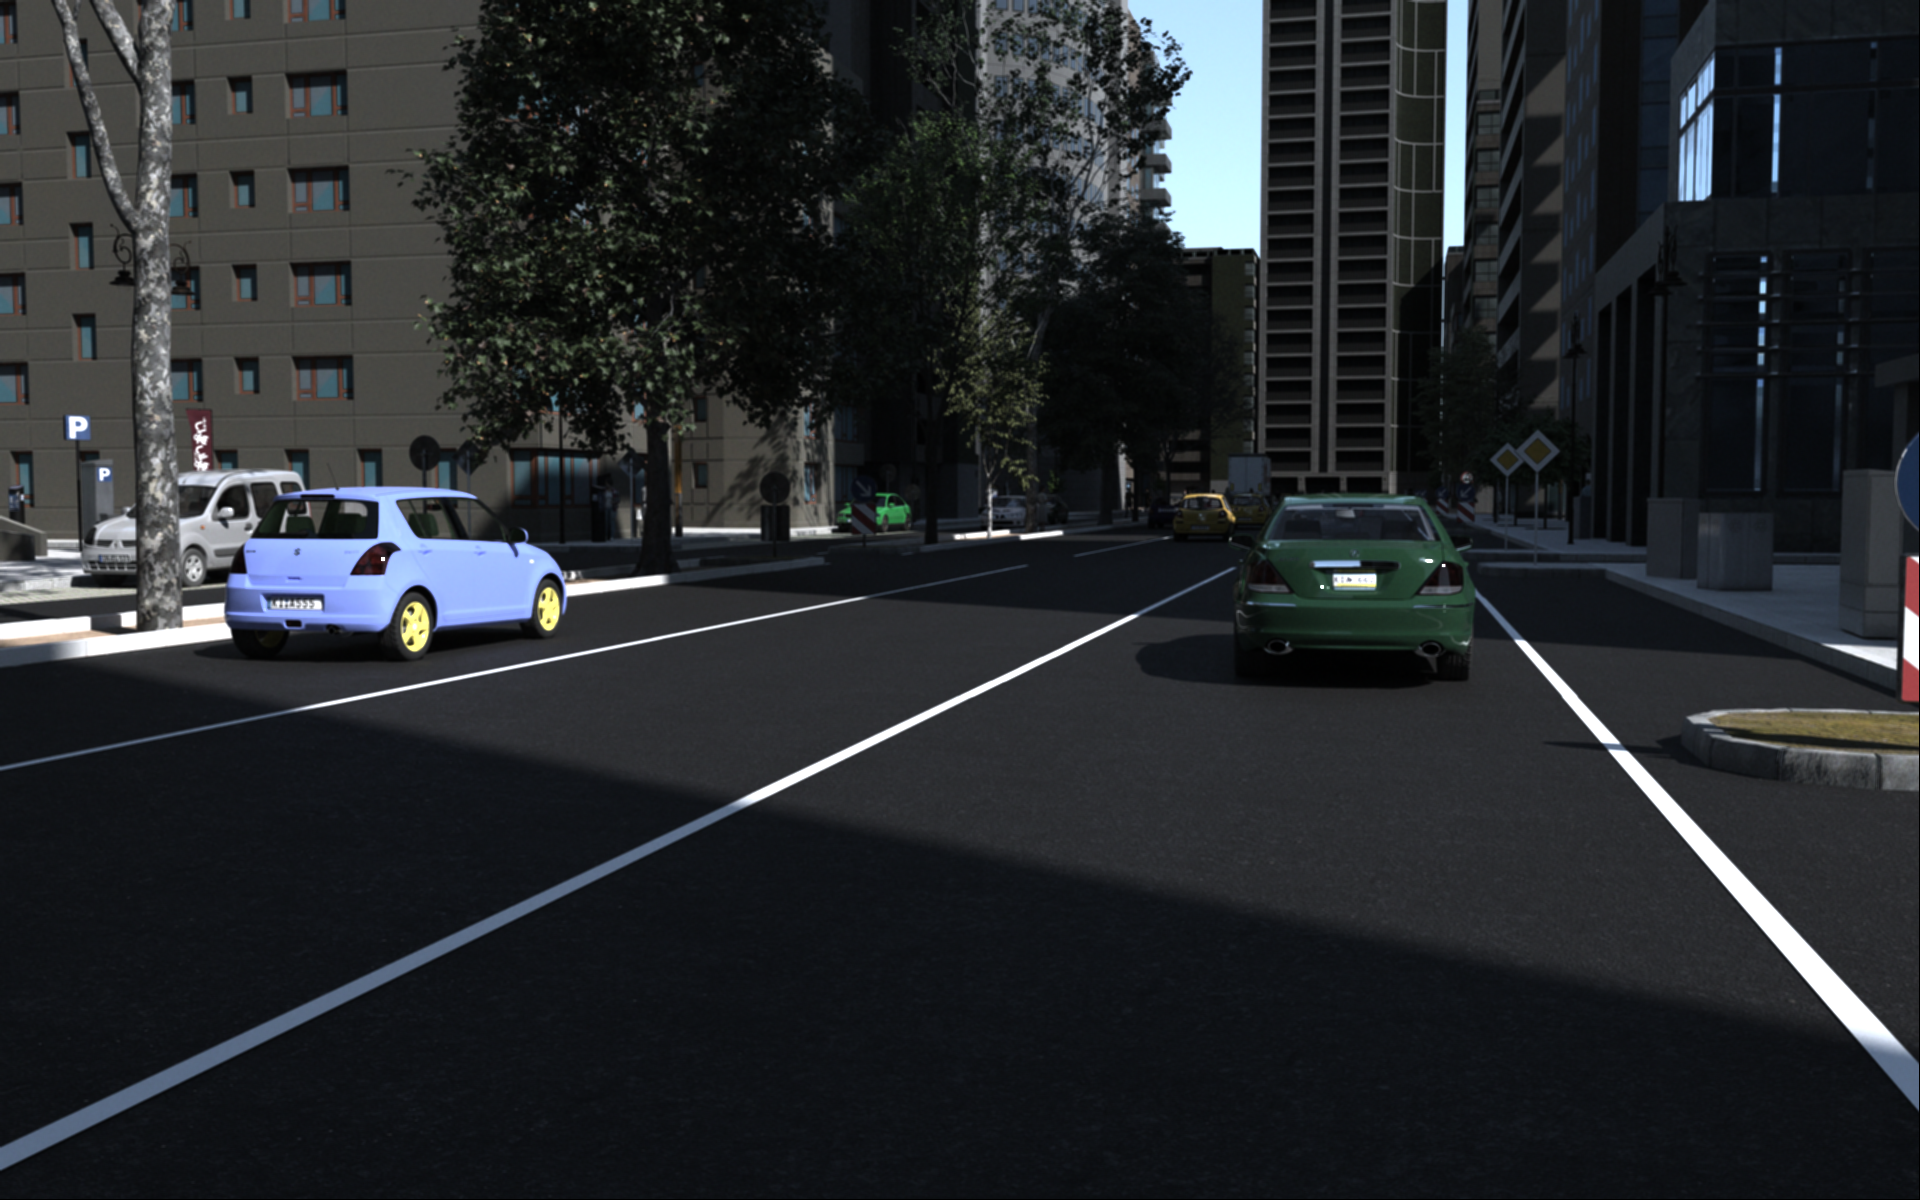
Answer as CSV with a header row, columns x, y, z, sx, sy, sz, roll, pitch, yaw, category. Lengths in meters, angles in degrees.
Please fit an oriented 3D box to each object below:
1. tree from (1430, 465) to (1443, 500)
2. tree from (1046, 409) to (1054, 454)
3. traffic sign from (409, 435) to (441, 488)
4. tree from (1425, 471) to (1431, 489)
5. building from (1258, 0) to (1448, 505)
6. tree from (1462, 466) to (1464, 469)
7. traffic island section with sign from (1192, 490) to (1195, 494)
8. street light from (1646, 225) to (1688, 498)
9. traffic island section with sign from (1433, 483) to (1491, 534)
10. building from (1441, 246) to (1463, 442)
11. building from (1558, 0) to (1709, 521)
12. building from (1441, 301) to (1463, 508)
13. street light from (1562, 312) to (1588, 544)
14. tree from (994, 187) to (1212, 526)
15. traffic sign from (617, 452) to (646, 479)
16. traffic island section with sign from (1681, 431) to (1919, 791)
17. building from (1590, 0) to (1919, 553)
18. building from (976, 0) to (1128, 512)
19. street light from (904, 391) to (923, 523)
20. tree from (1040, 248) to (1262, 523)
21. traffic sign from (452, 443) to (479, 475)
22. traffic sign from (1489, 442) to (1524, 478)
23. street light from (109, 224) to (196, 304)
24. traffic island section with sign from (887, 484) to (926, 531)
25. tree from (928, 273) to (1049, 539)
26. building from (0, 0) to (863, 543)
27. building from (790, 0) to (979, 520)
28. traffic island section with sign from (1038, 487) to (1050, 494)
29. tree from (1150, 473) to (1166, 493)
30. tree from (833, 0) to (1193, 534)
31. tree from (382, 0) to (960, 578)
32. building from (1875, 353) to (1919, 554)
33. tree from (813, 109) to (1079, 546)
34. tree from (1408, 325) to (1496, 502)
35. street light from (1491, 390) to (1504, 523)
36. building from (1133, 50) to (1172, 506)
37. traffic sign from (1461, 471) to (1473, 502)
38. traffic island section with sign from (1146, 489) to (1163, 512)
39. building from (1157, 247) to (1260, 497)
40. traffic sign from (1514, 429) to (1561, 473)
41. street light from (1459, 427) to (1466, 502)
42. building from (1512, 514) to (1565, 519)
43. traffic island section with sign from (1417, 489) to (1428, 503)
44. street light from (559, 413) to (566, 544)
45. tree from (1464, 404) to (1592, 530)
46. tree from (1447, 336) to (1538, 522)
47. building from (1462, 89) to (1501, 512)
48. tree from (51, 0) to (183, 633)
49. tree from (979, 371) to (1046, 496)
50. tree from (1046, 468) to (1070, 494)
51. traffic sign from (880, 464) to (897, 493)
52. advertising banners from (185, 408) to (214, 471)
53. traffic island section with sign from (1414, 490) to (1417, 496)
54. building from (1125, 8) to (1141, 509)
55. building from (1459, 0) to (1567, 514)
x,y,z,sx,sy,sz,roll,pitch,yaw,category
26.501,-6.222,85.451,4.285,4.588,4.351,0,3,0,tree
4.476,-9.532,106.218,4.360,8.622,3.978,0,3,0,tree
-11.611,-2.291,37.565,0.768,2.556,0.104,1,4,16,traffic sign
51.710,-12.382,186.153,4.285,4.588,4.351,0,3,0,tree
46.406,-46.838,204.046,20.611,71.187,20.563,1,4,14,building
22.251,-5.233,69.268,4.285,4.588,4.351,0,3,0,tree
22.874,-9.801,168.873,1.989,1.847,2.006,1,4,14,traffic island section with sign
12.196,-3.501,30.027,0.468,5.910,1.993,1,4,14,street light
18.378,-3.353,63.450,1.989,1.847,2.006,1,4,14,traffic island section with sign
62.607,-26.104,198.498,14.107,30.474,14.160,1,4,14,building
33.419,-25.843,72.647,14.600,45.320,14.200,1,4,14,building
61.144,-19.649,166.298,27.650,21.520,28.899,1,4,14,building
15.653,-4.369,44.214,0.468,5.910,1.993,1,4,14,street light
6.159,-10.024,73.002,9.857,13.997,8.962,0,3,0,tree
-8.317,-2.547,43.837,0.795,2.593,0.064,1,4,14,traffic sign
5.001,-0.037,9.236,1.989,1.847,2.006,1,4,14,traffic island section with sign
33.215,-44.672,43.054,31.000,86.520,22.319,1,4,14,building
0.357,-36.124,132.624,21.231,58.520,28.212,1,4,14,building
-2.070,-6.408,77.554,0.468,5.910,1.993,1,4,14,street light
8.588,-10.488,84.298,12.009,13.543,11.850,0,3,0,tree
-10.232,-2.073,36.084,0.795,2.593,0.064,1,4,14,traffic sign
12.256,-2.236,38.754,0.795,2.593,0.064,1,4,14,traffic sign
-13.884,-3.495,29.937,0.468,5.910,1.993,1,4,14,street light
-1.971,-3.651,68.323,1.989,1.847,2.006,1,4,14,traffic island section with sign
0.909,-6.175,53.785,4.737,8.622,4.395,0,3,0,tree
-20.931,-13.265,61.918,27.650,21.520,28.899,1,4,14,building
-7.438,-19.386,88.654,14.160,30.474,14.107,1,4,14,building
4.528,-5.258,94.592,1.989,1.847,2.006,1,4,14,traffic island section with sign
18.578,-10.237,161.977,1.663,3.219,1.824,0,3,0,tree
1.571,-12.474,62.290,12.611,20.169,13.585,0,3,0,tree
-5.162,-6.728,29.460,9.611,12.733,9.660,0,3,0,tree
26.504,-19.630,12.827,32.217,40.220,23.993,1,4,14,building
-0.707,-7.232,46.451,9.928,11.665,9.643,0,3,0,tree
33.993,-12.093,115.852,7.486,12.596,7.792,0,3,0,tree
23.873,-6.378,77.063,0.468,5.910,1.993,1,4,14,street light
6.290,-34.356,181.335,30.456,49.044,23.786,1,4,14,building
28.292,-5.898,96.546,0.768,2.556,0.104,1,4,16,traffic sign
16.407,-8.200,142.702,1.989,1.847,2.006,1,4,14,traffic island section with sign
28.456,-26.558,205.928,14.107,30.474,14.160,1,4,14,building
10.341,-1.762,31.001,0.795,2.593,0.064,1,4,14,traffic sign
32.097,-8.438,110.745,0.468,5.910,1.993,1,4,14,street light
42.047,-28.951,97.051,21.300,48.544,21.600,1,4,14,building
24.966,-4.987,90.163,1.989,1.847,2.006,1,4,14,traffic island section with sign
-10.259,-4.386,44.500,0.468,5.910,1.993,1,4,14,street light
21.394,-4.852,63.044,4.285,4.588,4.351,0,3,0,tree
25.005,-7.972,80.705,4.360,8.622,3.978,0,3,0,tree
44.220,-21.644,125.584,14.160,30.474,14.107,1,4,14,building
-8.911,-9.745,17.685,12.611,20.169,13.585,0,3,0,tree
2.816,-9.204,100.844,4.360,8.622,3.978,0,3,0,tree
6.213,-7.356,114.872,1.663,3.219,1.824,0,3,0,tree
-3.023,-4.422,72.398,0.768,2.556,0.104,1,4,21,traffic sign
-15.067,-2.446,36.178,2.074,3.025,0.090,-3,5,-43,advertising banners
36.697,-7.890,137.626,1.989,1.847,2.006,1,4,14,traffic island section with sign
8.007,-30.778,153.337,14.600,45.320,14.200,1,4,14,building
52.723,-31.675,141.588,21.300,48.544,21.600,1,4,14,building
